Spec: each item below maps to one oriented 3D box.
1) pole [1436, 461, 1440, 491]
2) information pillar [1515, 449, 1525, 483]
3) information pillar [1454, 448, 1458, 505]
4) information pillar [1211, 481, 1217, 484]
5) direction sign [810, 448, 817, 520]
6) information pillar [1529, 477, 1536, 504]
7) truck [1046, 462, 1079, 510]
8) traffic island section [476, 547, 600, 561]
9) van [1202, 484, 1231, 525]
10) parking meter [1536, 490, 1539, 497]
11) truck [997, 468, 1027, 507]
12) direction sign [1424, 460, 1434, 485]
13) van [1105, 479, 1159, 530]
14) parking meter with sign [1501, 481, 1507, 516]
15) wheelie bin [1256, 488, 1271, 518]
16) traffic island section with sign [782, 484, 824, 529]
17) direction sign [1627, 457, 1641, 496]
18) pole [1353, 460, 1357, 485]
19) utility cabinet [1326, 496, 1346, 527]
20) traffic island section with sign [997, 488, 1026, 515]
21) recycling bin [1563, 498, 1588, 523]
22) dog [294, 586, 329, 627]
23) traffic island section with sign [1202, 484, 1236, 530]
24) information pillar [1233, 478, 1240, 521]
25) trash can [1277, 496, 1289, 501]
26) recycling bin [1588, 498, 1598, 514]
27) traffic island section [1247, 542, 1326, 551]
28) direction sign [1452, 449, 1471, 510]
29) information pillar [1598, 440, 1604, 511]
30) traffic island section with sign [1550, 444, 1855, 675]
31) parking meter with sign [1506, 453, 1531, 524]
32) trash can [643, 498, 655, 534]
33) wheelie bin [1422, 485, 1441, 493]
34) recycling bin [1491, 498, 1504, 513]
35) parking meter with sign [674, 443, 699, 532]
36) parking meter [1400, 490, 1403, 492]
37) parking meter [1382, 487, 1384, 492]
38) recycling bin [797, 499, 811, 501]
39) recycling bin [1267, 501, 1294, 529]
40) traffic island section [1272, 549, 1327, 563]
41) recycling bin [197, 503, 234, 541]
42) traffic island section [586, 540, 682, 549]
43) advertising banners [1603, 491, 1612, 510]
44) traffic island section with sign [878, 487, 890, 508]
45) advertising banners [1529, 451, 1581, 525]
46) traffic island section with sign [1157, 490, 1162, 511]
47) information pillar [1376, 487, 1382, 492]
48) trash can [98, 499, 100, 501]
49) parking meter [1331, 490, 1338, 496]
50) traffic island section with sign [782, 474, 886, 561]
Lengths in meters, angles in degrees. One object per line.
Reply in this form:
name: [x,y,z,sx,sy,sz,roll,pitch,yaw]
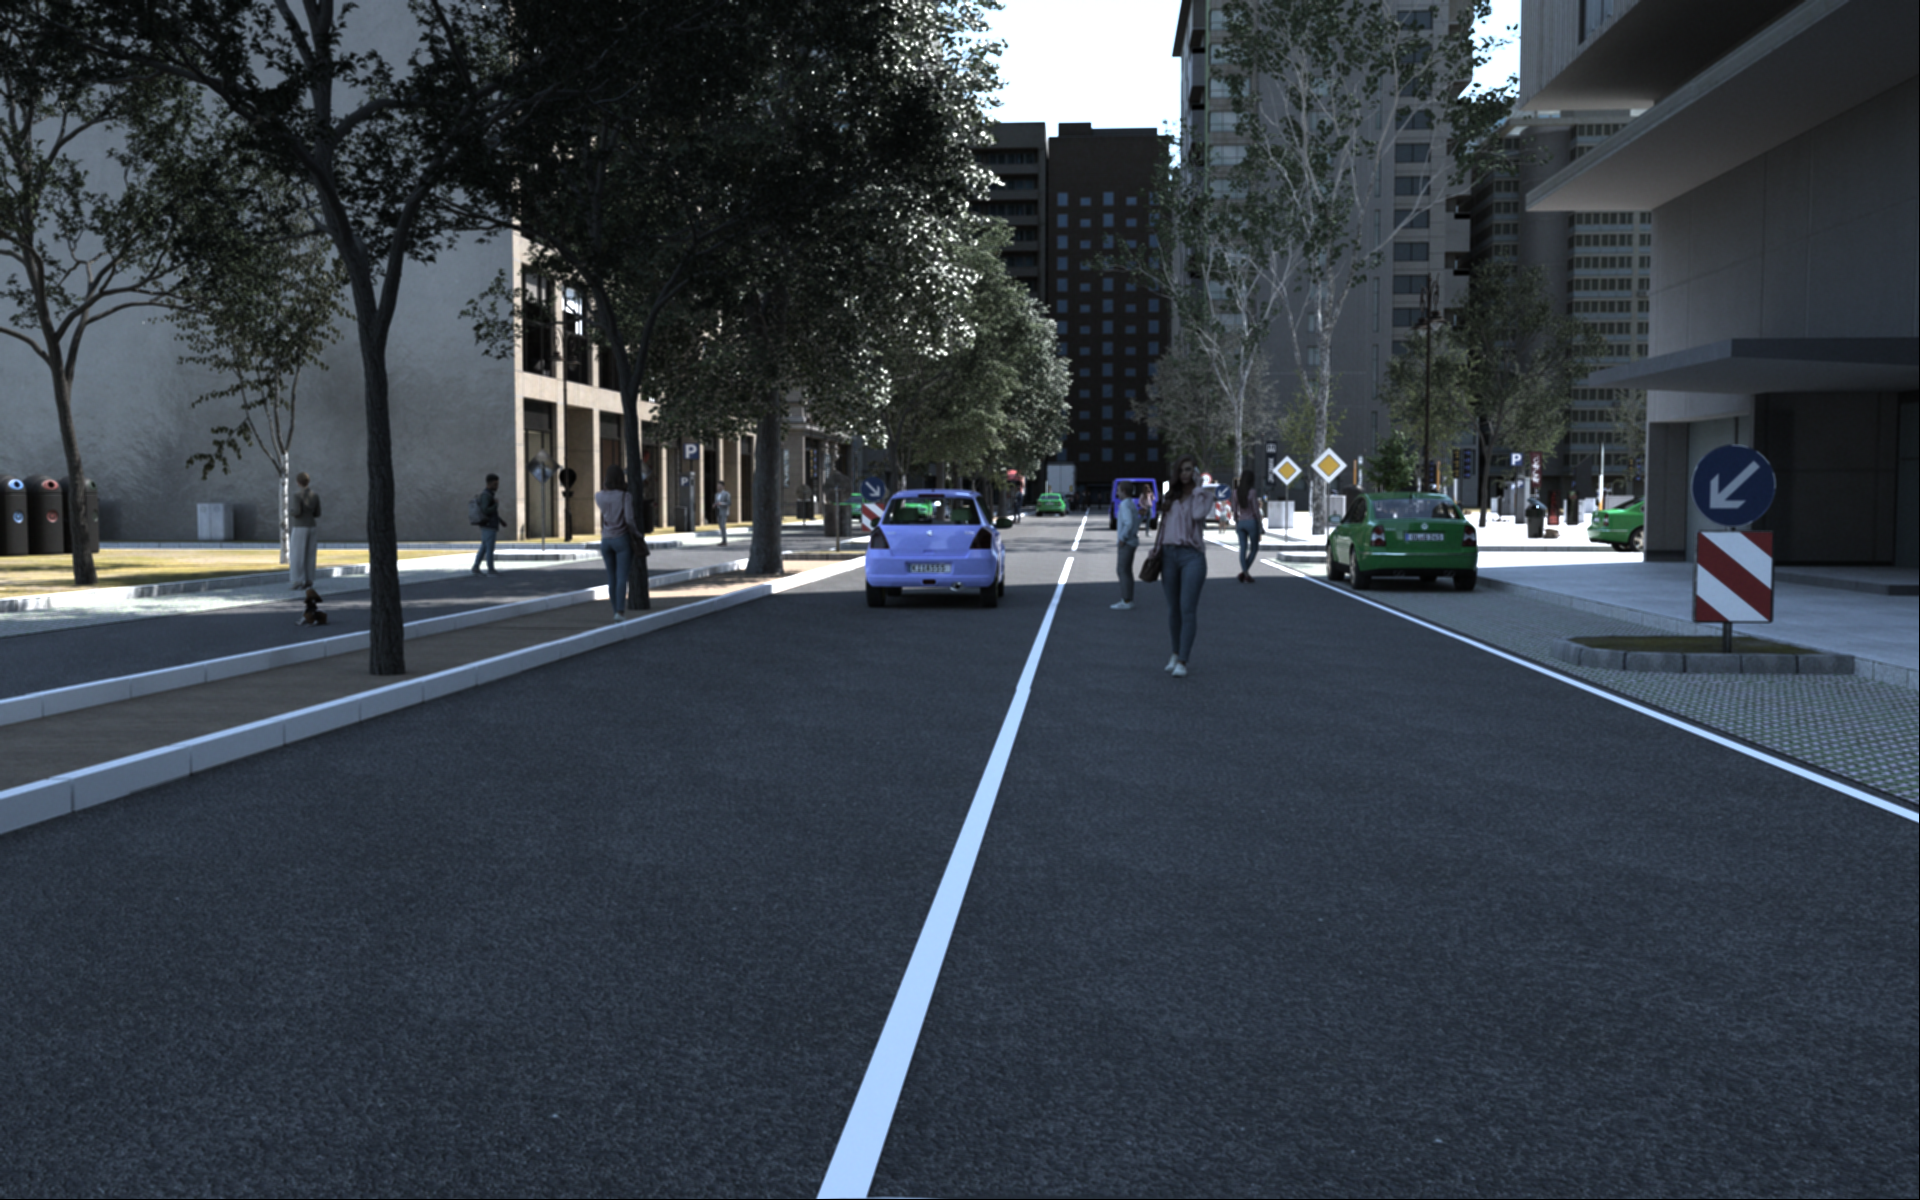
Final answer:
pole: [29.712,-6.960,107.635,0.158,3.312,0.155,0,3,0]
information pillar: [29.196,-6.051,90.293,0.504,3.616,0.183,-1,4,-11]
information pillar: [25.394,-5.957,88.752,0.183,3.616,0.504,0,4,8]
information pillar: [14.066,-5.597,95.999,0.304,2.012,0.304,2,4,26]
direction sign: [-7.186,-5.670,84.698,0.379,3.537,0.876,1,4,15]
information pillar: [25.059,-4.374,76.000,0.304,2.012,0.304,0,4,-6]
truck: [9.356,-10.345,158.059,2.839,4.237,11.283,0,4,5]
traffic island section: [-9.227,-0.978,38.275,2.009,0.180,2.903,0,4,4]
van: [10.407,-4.023,72.790,2.013,2.044,4.112,0,4,5]
parking meter: [34.179,-5.782,102.951,0.372,1.533,0.369,0,3,0]
truck: [5.740,-12.218,188.670,2.839,4.237,11.283,0,4,5]
direction sign: [31.570,-7.629,116.723,0.379,3.537,0.876,-2,4,-29]
van: [7.105,-4.080,71.087,2.240,2.365,5.245,0,4,4]
parking meter with sign: [32.333,-6.455,101.804,0.543,3.016,1.738,-1,4,-19]
wheelie bin: [16.017,-5.128,91.758,0.693,1.594,0.980,-2,4,-33]
traffic island section with sign: [-6.385,-3.799,70.741,1.989,1.847,2.006,0,4,4]
direction sign: [41.399,-6.998,106.420,0.876,3.537,0.379,-1,4,-13]
pole: [23.577,-6.703,103.437,0.158,3.312,0.155,0,3,0]
utility cabinet: [14.374,-3.412,66.947,1.020,1.237,0.306,3,4,36]
traffic island section with sign: [3.585,-6.861,120.314,2.006,1.907,1.989,0,4,4]
recycling bin: [27.479,-3.972,77.491,0.722,1.027,0.722,0,4,-1]
dog: [-7.202,0.068,19.079,0.550,0.427,0.748,1,4,10]
traffic island section with sign: [10.383,-3.719,69.441,1.989,1.847,2.006,0,4,4]
information pillar: [13.041,-4.706,81.430,0.304,2.012,0.304,3,5,44]
trash can: [20.512,-6.017,110.039,0.748,1.137,0.748,0,3,0]
recycling bin: [41.410,-6.166,113.360,0.722,1.027,0.722,-2,4,-34]
traffic island section: [8.479,-1.384,44.916,2.009,0.180,2.903,0,4,4]
direction sign: [25.056,-5.785,86.574,0.876,3.537,0.379,1,4,21]
information pillar: [27.945,-5.147,75.515,0.183,3.616,0.504,2,4,30]
traffic island section with sign: [6.144,-0.369,14.657,1.989,1.847,2.006,0,4,4]
parking meter with sign: [24.018,-4.744,73.822,0.543,3.016,1.738,3,4,39]
trash can: [-10.248,-2.724,56.186,0.748,1.137,0.748,0,3,0]
wheelie bin: [16.520,-3.247,60.992,0.693,1.594,0.980,0,4,-4]
recycling bin: [36.151,-6.346,116.311,0.722,1.027,0.722,-3,5,-41]
parking meter with sign: [-9.304,-3.827,58.825,0.543,3.016,1.738,0,4,4]
parking meter: [28.137,-6.263,110.818,0.372,1.533,0.369,0,3,0]
parking meter: [26.827,-6.355,109.620,0.399,1.863,0.255,0,4,6]
recycling bin: [-8.088,-4.780,90.714,0.722,1.027,0.722,-1,4,-20]
recycling bin: [11.795,-3.126,63.659,0.722,1.027,0.722,-3,5,-41]
traffic island section: [7.863,-0.897,36.954,2.009,0.180,2.903,0,4,4]
recycling bin: [-20.377,-2.132,47.417,0.722,1.027,0.722,0,4,-2]
traffic island section: [-8.612,-1.465,46.236,2.009,0.180,2.903,0,4,4]
advertising banners: [29.268,-5.040,78.594,0.090,3.025,2.074,0,4,7]
traffic island section with sign: [-4.291,-5.455,97.813,1.989,1.847,2.006,0,4,4]
advertising banners: [24.345,-4.570,70.905,2.074,3.025,0.090,1,4,10]
traffic island section with sign: [16.323,-8.425,146.369,1.989,1.847,2.006,0,4,4]
information pillar: [24.416,-5.901,100.970,0.304,2.012,0.304,1,4,11]
trash can: [-24.106,-2.208,47.748,0.748,1.137,0.748,0,3,0]
parking meter: [22.484,-5.847,104.007,0.372,1.533,0.369,0,3,0]
traffic island section with sign: [-2.775,-1.827,38.013,2.006,1.907,1.989,0,4,4]
